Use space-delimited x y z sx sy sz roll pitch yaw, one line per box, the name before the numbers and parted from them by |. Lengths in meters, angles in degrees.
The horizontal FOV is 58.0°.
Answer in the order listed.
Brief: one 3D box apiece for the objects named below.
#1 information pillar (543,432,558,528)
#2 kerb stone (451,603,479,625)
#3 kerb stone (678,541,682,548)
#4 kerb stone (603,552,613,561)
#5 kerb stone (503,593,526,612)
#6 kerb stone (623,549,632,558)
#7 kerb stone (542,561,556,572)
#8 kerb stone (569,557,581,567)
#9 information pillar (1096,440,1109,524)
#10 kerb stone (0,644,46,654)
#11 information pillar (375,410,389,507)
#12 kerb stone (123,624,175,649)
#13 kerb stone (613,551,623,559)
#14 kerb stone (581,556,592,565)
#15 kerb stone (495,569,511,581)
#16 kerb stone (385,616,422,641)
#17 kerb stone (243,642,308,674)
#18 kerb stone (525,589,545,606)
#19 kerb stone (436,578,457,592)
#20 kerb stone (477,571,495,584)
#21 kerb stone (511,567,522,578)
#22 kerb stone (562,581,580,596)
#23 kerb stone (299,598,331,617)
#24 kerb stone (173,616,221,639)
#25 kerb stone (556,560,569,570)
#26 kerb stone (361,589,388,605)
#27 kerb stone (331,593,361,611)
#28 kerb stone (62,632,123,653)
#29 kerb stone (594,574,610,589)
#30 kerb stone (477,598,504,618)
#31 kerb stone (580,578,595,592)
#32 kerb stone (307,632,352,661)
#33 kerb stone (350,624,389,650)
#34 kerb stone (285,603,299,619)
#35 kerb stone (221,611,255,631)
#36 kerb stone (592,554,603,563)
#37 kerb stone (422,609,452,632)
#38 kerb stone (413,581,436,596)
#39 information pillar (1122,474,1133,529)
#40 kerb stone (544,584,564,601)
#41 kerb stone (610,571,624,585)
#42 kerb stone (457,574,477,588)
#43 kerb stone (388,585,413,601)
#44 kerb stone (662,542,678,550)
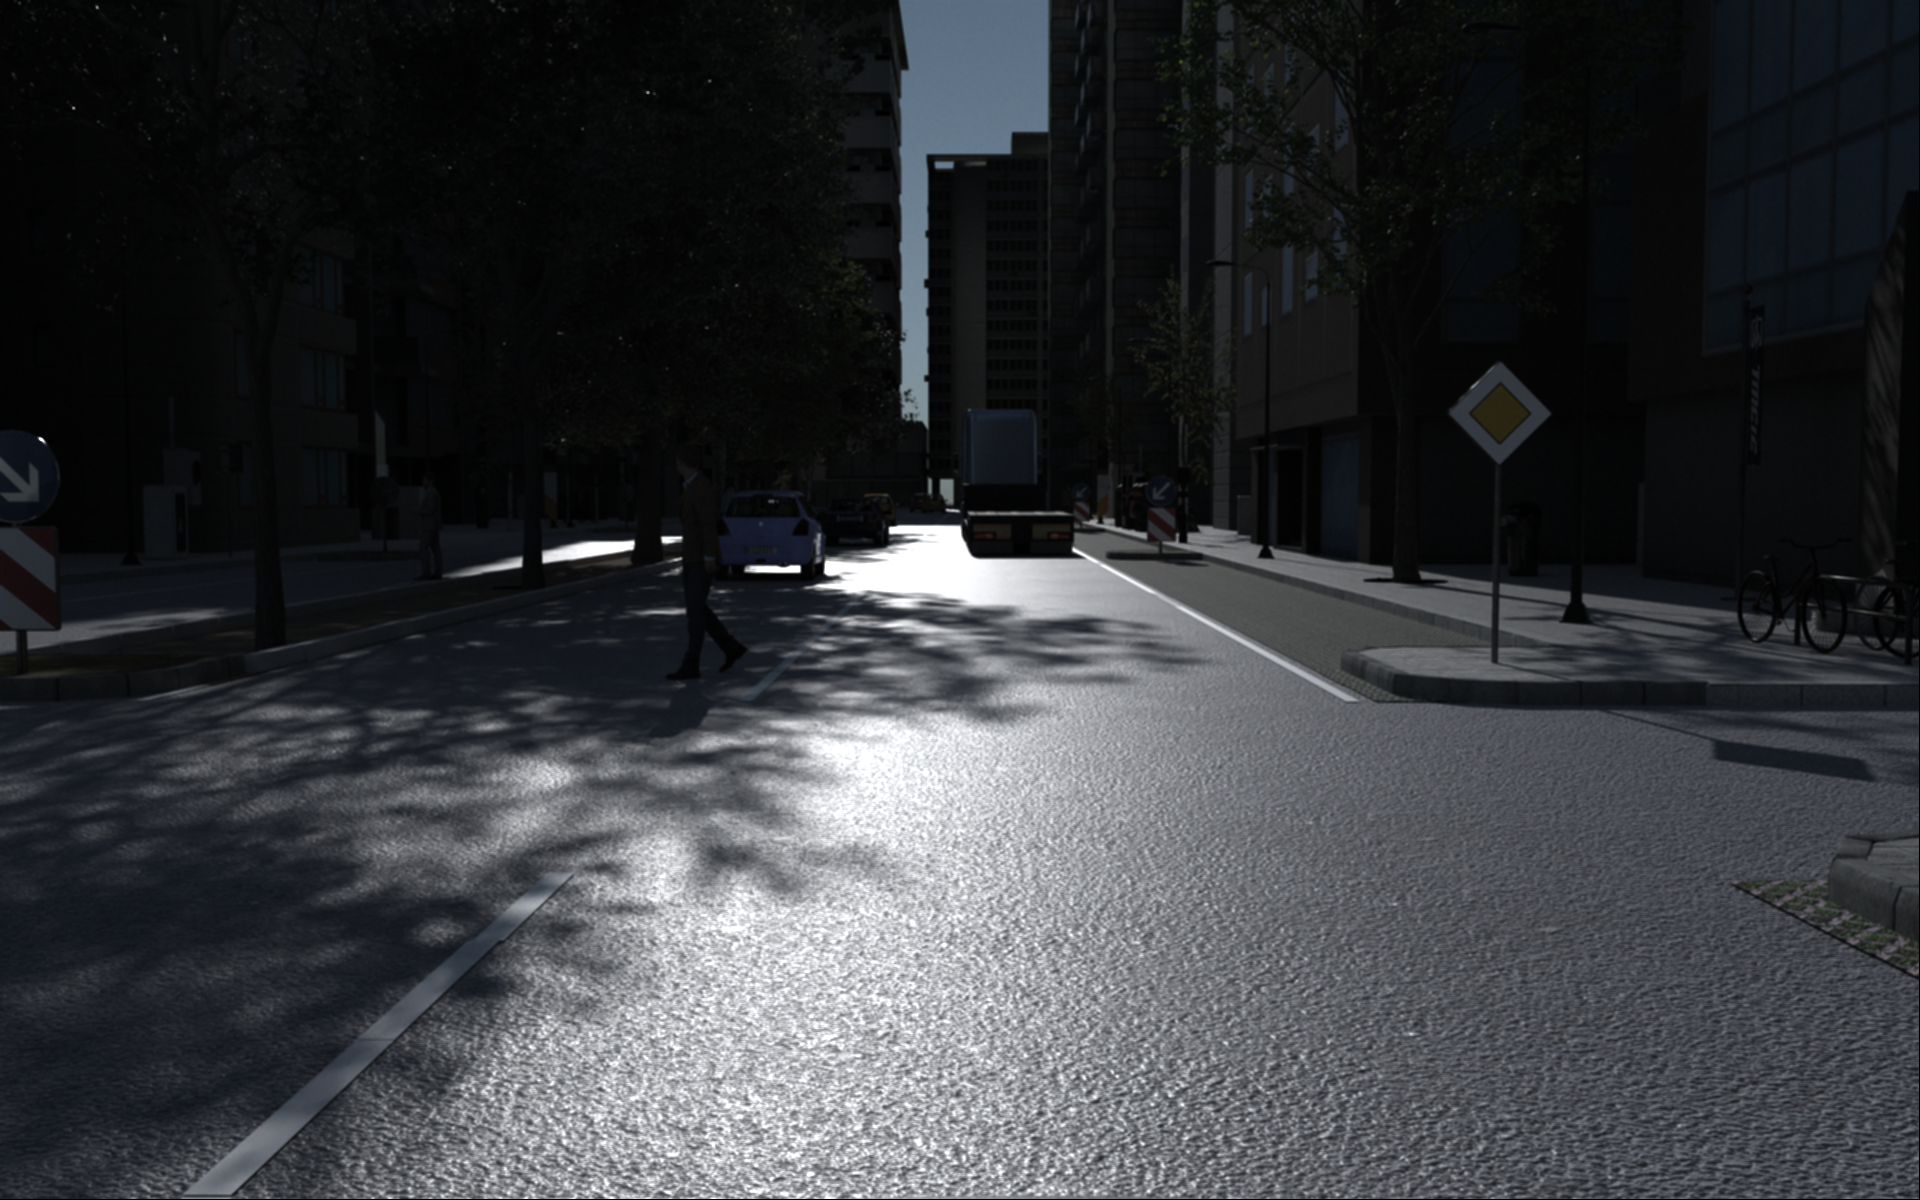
information pillar | -15.428 -4.522 65.289 0.504 3.616 0.183 -1 4 -14
kerb stone | -5.624 0.171 19.407 0.120 0.150 1.000 0 4 0
kerb stone | -7.554 -1.466 46.168 0.120 0.150 1.000 0 4 0
kerb stone | -7.613 -0.902 36.942 0.120 0.150 1.000 0 4 0
kerb stone | -5.605 0.045 21.465 0.120 0.150 1.000 0 4 0
kerb stone | -7.596 -1.027 38.990 0.120 0.150 1.000 0 4 0
kerb stone | -7.650 -0.586 31.782 0.120 0.150 1.000 0 4 0
kerb stone | -7.632 -0.707 33.852 0.120 0.150 1.000 0 4 0
information pillar | 6.133 -5.084 74.484 0.504 3.616 0.183 0 3 0
kerb stone | -7.752 0.482 14.322 0.120 0.150 1.000 0 4 0
information pillar | -16.118 -3.484 48.311 0.504 3.616 0.183 3 5 39
kerb stone | -7.738 0.359 16.376 0.120 0.150 1.000 0 4 0
kerb stone | -7.609 -0.962 37.964 0.120 0.150 1.000 0 4 0
kerb stone | -7.630 -0.775 34.873 0.120 0.150 1.000 0 4 0
kerb stone | -7.670 -0.397 28.693 0.120 0.150 1.000 0 4 0
kerb stone | -5.633 0.296 17.359 0.120 0.150 1.000 0 4 0
kerb stone | -5.656 0.483 14.293 0.120 0.150 1.000 0 4 0
kerb stone | -5.604 -0.019 22.498 0.120 0.150 1.000 0 4 0
kerb stone | -7.681 -0.209 25.610 0.120 0.150 1.000 0 4 0
kerb stone | -7.674 -0.331 27.671 0.120 0.150 1.000 0 4 0
kerb stone | -7.658 -0.461 29.727 0.120 0.150 1.000 0 4 0
kerb stone | -5.594 -0.144 24.546 0.120 0.150 1.000 0 4 0
kerb stone | -7.717 0.104 20.490 0.120 0.150 1.000 0 4 0
kerb stone | -7.735 0.293 17.412 0.120 0.150 1.000 0 4 0
kerb stone | -7.642 -0.649 32.814 0.120 0.150 1.000 0 4 0
kerb stone | -7.700 -0.019 22.534 0.120 0.150 1.000 0 4 0
kerb stone | -7.709 0.042 21.512 0.120 0.150 1.000 0 4 0
kerb stone | -7.751 0.419 15.350 0.120 0.150 1.000 0 4 0
kerb stone | -5.582 -0.265 26.595 0.120 0.150 1.000 0 4 0
kerb stone | -5.608 0.108 20.431 0.120 0.150 1.000 0 4 0
kerb stone | -5.591 -0.201 25.569 0.120 0.150 1.000 0 4 0
kerb stone | -5.638 0.425 15.315 0.120 0.150 1.000 0 4 0
kerb stone | -5.638 0.362 16.337 0.120 0.150 1.000 0 4 0
kerb stone | -7.716 0.169 19.466 0.120 0.150 1.000 0 4 0
kerb stone | -7.722 0.230 18.441 0.120 0.150 1.000 0 4 0
kerb stone | -7.621 -0.839 35.914 0.120 0.150 1.000 0 4 0
kerb stone | -5.626 0.233 18.382 0.120 0.150 1.000 0 4 0
kerb stone | -7.691 -0.146 24.581 0.120 0.150 1.000 0 4 0
information pillar | 6.196 -3.643 64.055 0.304 2.012 0.304 -2 4 -35
kerb stone | -5.593 -0.081 23.523 0.120 0.150 1.000 0 4 0
kerb stone | -5.566 -0.324 27.621 0.120 0.150 1.000 0 4 0
kerb stone | -7.672 -0.272 26.643 0.120 0.150 1.000 0 4 0
kerb stone | -7.697 -0.083 23.559 0.120 0.150 1.000 0 4 0
kerb stone | -7.561 -1.402 45.142 0.120 0.150 1.000 0 4 0
